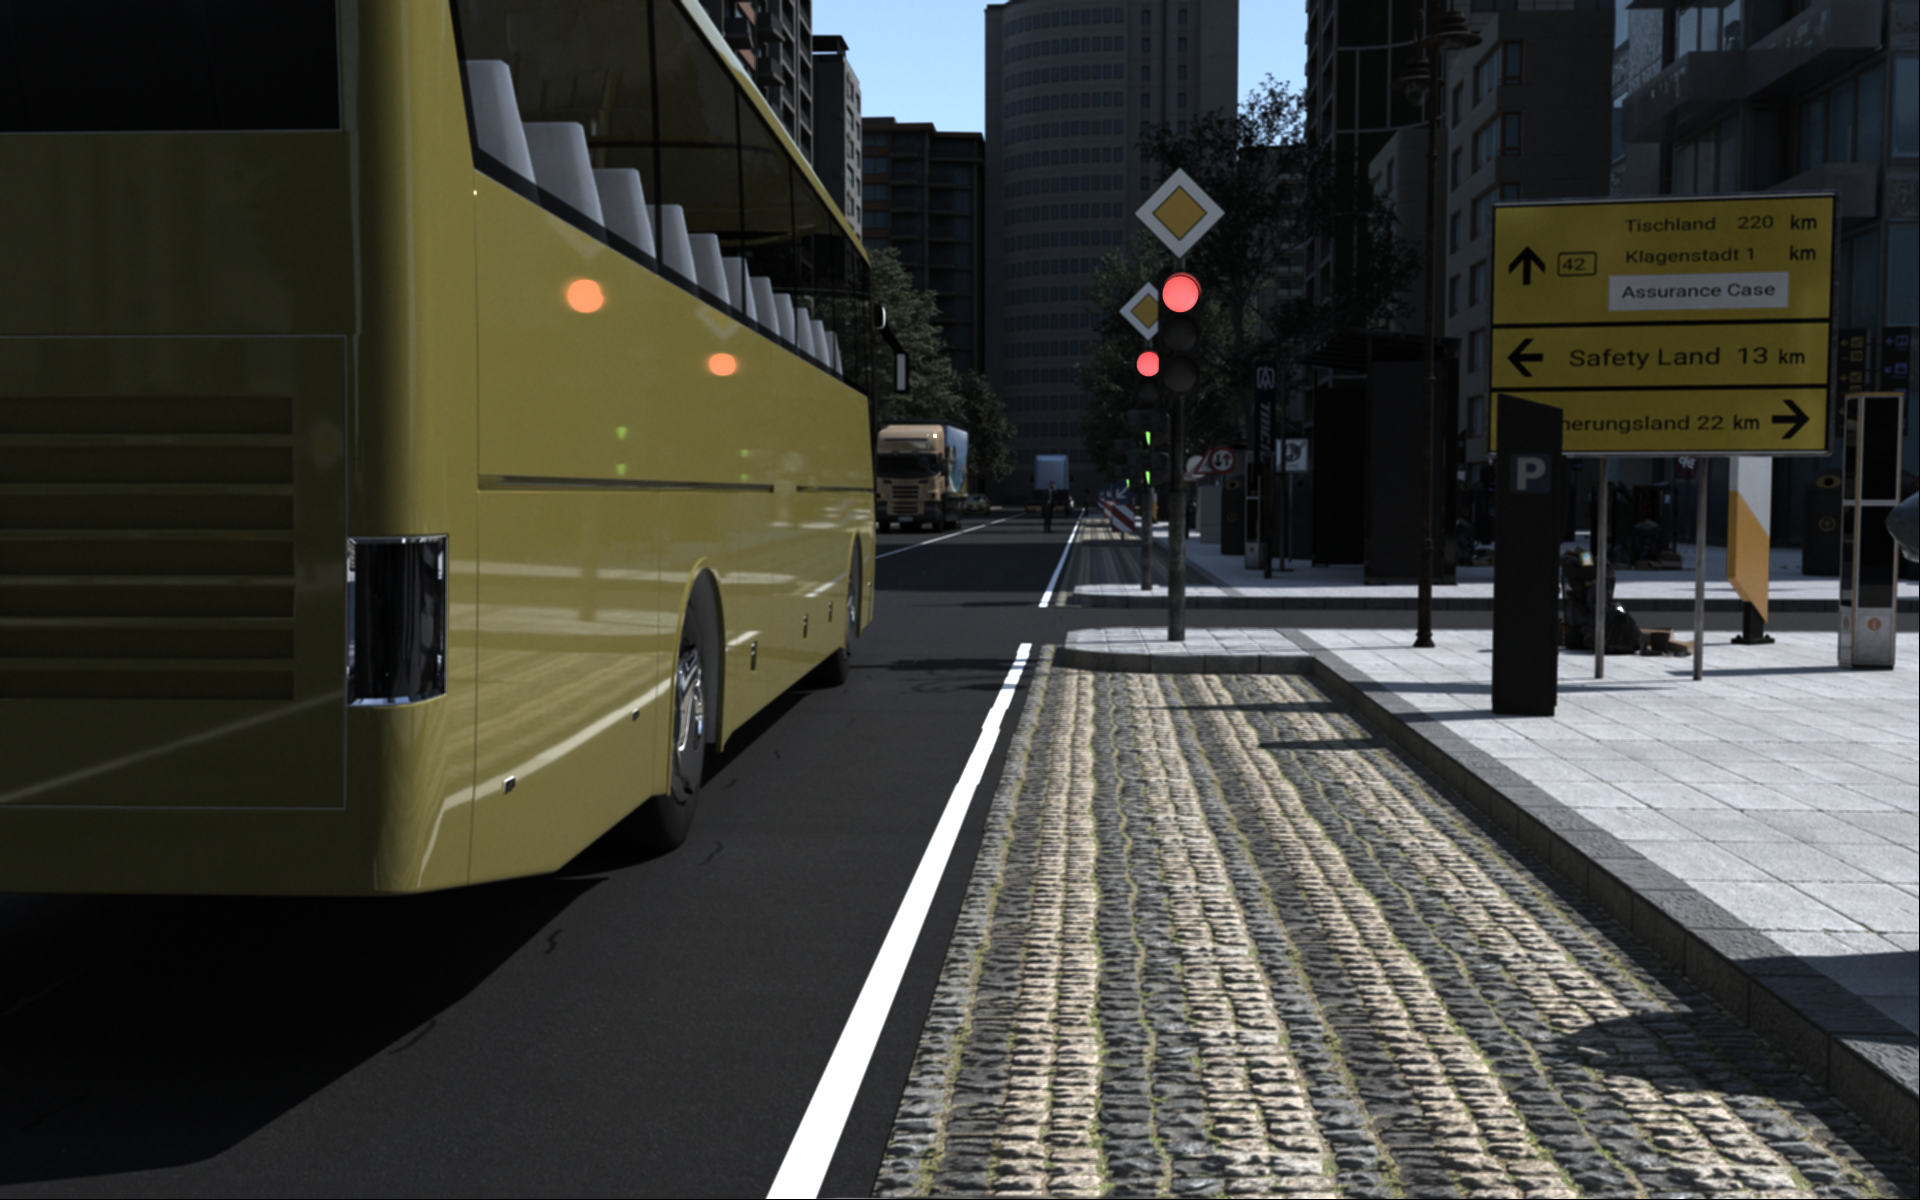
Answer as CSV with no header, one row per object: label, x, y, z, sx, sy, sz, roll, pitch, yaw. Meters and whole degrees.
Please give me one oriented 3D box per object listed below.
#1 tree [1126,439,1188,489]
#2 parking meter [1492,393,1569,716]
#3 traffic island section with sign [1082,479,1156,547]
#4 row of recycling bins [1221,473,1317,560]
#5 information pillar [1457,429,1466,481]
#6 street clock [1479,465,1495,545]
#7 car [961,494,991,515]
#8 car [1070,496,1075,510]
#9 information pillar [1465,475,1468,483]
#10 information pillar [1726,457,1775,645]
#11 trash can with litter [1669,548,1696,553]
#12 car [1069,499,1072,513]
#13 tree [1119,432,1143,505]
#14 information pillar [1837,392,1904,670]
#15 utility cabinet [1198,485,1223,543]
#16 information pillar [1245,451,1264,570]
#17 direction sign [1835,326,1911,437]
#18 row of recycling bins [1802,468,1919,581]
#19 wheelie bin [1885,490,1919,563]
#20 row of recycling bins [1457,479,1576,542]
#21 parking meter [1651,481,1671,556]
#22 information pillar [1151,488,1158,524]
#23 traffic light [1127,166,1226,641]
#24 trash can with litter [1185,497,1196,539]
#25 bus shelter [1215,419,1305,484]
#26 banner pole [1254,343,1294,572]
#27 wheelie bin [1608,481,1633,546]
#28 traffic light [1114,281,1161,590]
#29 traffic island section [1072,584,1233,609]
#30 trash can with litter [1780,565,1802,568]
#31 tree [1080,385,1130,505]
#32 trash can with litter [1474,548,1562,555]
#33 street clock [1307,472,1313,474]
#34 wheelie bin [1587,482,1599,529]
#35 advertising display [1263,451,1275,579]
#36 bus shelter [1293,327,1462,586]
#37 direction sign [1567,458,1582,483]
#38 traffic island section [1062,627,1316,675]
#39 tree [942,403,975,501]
tree,13.741,-10.926,128.999,4.737,8.622,4.395,0,3,0
parking meter,3.323,-0.268,10.090,0.399,1.863,0.255,1,4,16
traffic island section with sign,4.360,-2.386,47.637,1.989,1.847,2.006,0,4,4
row of recycling bins,6.478,-1.732,35.433,1.069,1.692,3.534,-1,4,-21
information pillar,17.945,-4.339,62.290,0.504,3.616,0.183,3,5,39
street clock,13.253,-2.385,43.572,0.358,2.002,0.471,3,5,40
car,1.132,-6.558,117.449,2.015,1.641,3.980,0,4,4
car,9.339,-8.832,156.764,2.083,1.381,4.827,0,4,5
information pillar,18.998,-3.730,65.484,0.304,2.012,0.304,2,4,35
information pillar,6.738,-1.429,14.719,0.504,3.616,0.183,-2,4,-32
trash can with litter,15.446,-1.687,38.640,1.678,1.210,2.233,1,4,17
car,7.416,-7.352,129.988,2.009,1.686,4.222,0,4,6
tree,15.638,-12.645,157.100,4.360,8.622,3.978,0,3,0
information pillar,6.665,-0.501,12.688,0.304,2.012,0.304,1,4,8
utility cabinet,6.804,-2.202,44.684,1.173,1.500,0.318,2,4,35
information pillar,5.052,-1.526,29.435,0.304,2.012,0.304,3,5,44
direction sign,12.415,-1.934,23.622,0.876,3.537,0.379,2,4,28
row of recycling bins,14.354,-1.163,26.130,1.069,1.692,3.534,-2,4,-25
wheelie bin,2.979,0.204,4.573,0.980,1.594,0.693,1,4,22
row of recycling bins,14.863,-2.446,47.098,3.534,1.692,1.069,1,4,8
parking meter,13.551,-1.538,33.554,0.372,1.533,0.369,0,3,0
information pillar,8.293,-5.071,74.258,0.183,3.616,0.504,-2,4,-24
traffic light,1.873,-1.597,15.034,0.839,4.253,0.868,0,4,4
trash can with litter,6.319,-2.316,49.251,0.624,1.170,1.055,1,4,10
bus shelter,8.451,-3.384,49.249,2.014,3.302,5.546,0,4,4
banner pole,5.161,-2.360,28.611,0.863,3.779,0.401,-2,4,-30
wheelie bin,16.246,-2.123,42.619,0.693,1.594,0.980,2,4,26
traffic light,2.471,-2.084,22.996,0.839,4.253,0.868,0,4,4
traffic island section,2.510,-0.051,23.107,2.009,0.180,2.903,0,4,4
trash can with litter,15.286,-1.136,29.633,2.233,1.210,1.678,2,4,28
tree,13.934,-13.879,145.051,7.486,12.596,7.792,0,3,0
trash can with litter,11.421,-1.530,36.072,2.233,1.210,1.678,2,4,26
street clock,11.457,-3.167,56.353,0.471,2.002,0.358,1,4,16
wheelie bin,16.490,-2.228,44.344,0.980,1.594,0.693,-2,4,-33
advertising display,4.743,-1.307,26.584,0.123,1.923,0.974,1,4,13
bus shelter,6.465,-2.209,27.396,1.731,3.624,6.357,0,4,4
direction sign,20.526,-4.057,58.322,0.876,3.537,0.379,-1,4,-8
traffic island section,1.912,0.436,15.145,2.009,0.180,2.903,0,4,4
tree,-0.565,-11.220,133.813,4.360,8.622,3.978,0,3,0
